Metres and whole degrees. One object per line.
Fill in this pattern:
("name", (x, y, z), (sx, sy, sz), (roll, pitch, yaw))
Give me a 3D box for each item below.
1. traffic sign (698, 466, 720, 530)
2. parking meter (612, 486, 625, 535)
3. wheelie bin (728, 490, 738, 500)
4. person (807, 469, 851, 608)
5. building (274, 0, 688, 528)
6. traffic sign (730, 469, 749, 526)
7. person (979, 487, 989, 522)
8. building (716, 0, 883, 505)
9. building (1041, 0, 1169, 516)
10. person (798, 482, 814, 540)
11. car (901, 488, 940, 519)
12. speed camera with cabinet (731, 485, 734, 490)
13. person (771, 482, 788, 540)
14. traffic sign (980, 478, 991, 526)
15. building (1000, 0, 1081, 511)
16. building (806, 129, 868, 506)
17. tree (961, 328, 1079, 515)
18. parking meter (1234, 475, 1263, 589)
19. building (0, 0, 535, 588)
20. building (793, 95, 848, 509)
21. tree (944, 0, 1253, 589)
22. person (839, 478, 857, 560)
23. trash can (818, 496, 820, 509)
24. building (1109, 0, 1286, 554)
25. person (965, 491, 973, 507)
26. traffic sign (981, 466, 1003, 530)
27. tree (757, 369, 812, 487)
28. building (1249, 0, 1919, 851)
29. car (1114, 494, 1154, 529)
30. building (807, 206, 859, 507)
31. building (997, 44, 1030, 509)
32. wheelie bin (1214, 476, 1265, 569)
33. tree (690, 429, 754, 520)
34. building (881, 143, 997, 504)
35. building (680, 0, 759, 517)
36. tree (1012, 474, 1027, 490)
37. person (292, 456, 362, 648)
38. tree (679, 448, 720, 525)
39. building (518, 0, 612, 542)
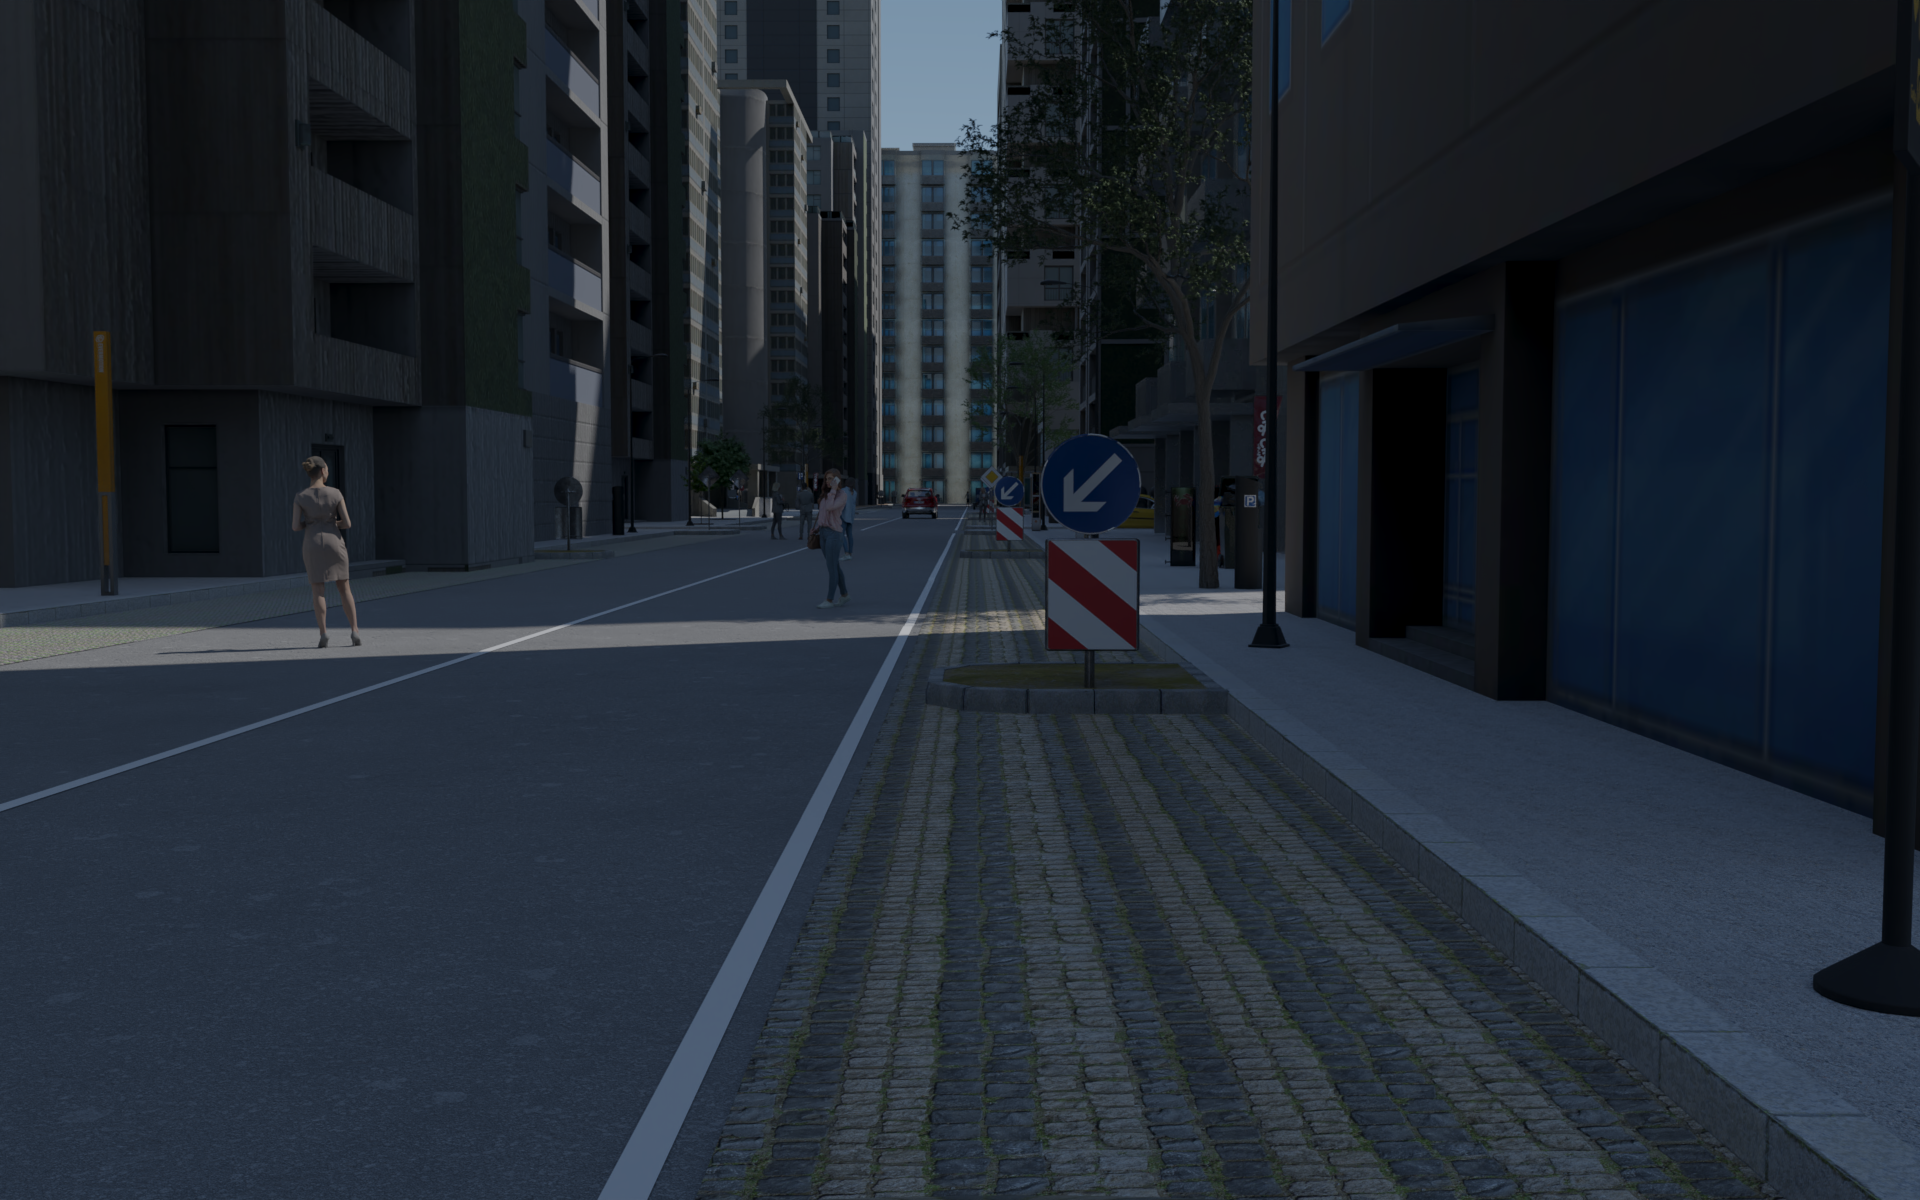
("traffic sign", (-8.912, -3.539, 61.499), (0.795, 2.450, 0.064), (0, 4, 0))
("parking meter", (-10.649, -2.785, 53.953), (0.372, 1.533, 0.369), (0, 3, 0))
("wheelie bin", (-16.136, -6.998, 122.328), (0.980, 1.594, 0.693), (-1, 4, -9))
("person", (-1.587, -0.784, 21.904), (0.643, 1.750, 0.593), (-2, 4, -35))
("building", (-20.357, -18.674, 77.027), (14.160, 30.474, 14.107), (0, 4, 0))
("traffic sign", (-8.848, -4.027, 69.484), (0.795, 2.450, 0.064), (0, 4, 0))
("person", (1.227, -4.892, 88.660), (0.537, 1.800, 0.526), (0, 4, 8))
("building", (-20.220, -47.136, 208.920), (20.611, 71.187, 20.563), (0, 4, 0))
("building", (15.093, -39.997, 92.200), (20.563, 71.187, 20.611), (0, 4, 0))
("person", (-4.856, -2.808, 54.594), (0.511, 1.800, 0.466), (-1, 4, -10))
("car", (-2.343, -5.712, 102.069), (2.281, 1.827, 5.304), (0, 4, 0))
("speed camera with cabinet", (-16.767, -8.557, 134.238), (2.038, 3.252, 0.660), (0, 4, 5))
("person", (-5.710, -2.806, 54.564), (0.526, 1.800, 0.537), (-1, 4, -10))
("traffic sign", (1.195, -4.021, 69.383), (0.795, 2.450, 0.064), (0, 4, 0))
("building", (16.631, -32.822, 125.886), (28.713, 52.752, 27.495), (0, 4, 0))
("building", (-17.583, -30.928, 189.272), (14.154, 41.232, 14.086), (0, 4, 0))
("tree", (3.831, -11.179, 108.527), (9.928, 11.665, 9.643), (0, 3, 0))
("parking meter", (3.907, -0.919, 23.436), (0.372, 1.533, 0.369), (0, 3, 0))
("building", (-16.022, -15.718, 28.693), (14.160, 30.474, 14.107), (0, 4, 0))
("building", (-26.643, -28.404, 156.289), (32.217, 40.220, 23.993), (0, 4, 0))
("tree", (3.522, -5.456, 23.616), (8.767, 10.594, 7.601), (1, 4, 18))
("person", (-2.452, -1.764, 37.613), (0.793, 1.790, 0.793), (0, 4, 1))
("trash can", (-11.062, -7.754, 138.434), (0.748, 1.137, 0.748), (0, 3, 0))
("building", (16.537, -26.015, 44.954), (23.786, 49.044, 30.456), (0, 4, 0))
("person", (0.919, -11.037, 189.734), (0.721, 1.735, 1.217), (-3, 5, -44))
("traffic sign", (1.131, -3.532, 61.398), (0.795, 2.450, 0.064), (0, 4, 0))
("tree", (-11.699, -11.972, 130.148), (7.601, 10.594, 8.767), (0, 4, 6))
("building", (10.042, -22.060, 10.797), (14.600, 45.320, 14.200), (0, 4, 0))
("car", (6.903, -3.350, 65.004), (3.980, 1.641, 2.015), (0, 4, 2))
("building", (-17.809, -24.699, 175.531), (14.160, 30.474, 14.107), (0, 4, 0))
("building", (14.620, -34.032, 180.132), (21.300, 48.544, 21.600), (0, 4, 0))
("wheelie bin", (4.843, -1.341, 29.836), (0.980, 1.594, 0.693), (0, 4, -1))
("tree", (-11.982, -6.327, 87.166), (4.285, 4.588, 4.351), (0, 3, 0))
("building", (-3.587, -37.873, 238.830), (30.456, 49.044, 23.786), (0, 4, 0))
("building", (-27.631, -25.193, 103.789), (32.217, 40.220, 23.993), (0, 4, 0))
("tree", (4.927, -9.347, 147.425), (1.663, 3.219, 1.824), (0, 3, 0))
("person", (-5.910, -0.448, 16.162), (0.599, 1.781, 0.374), (-1, 4, -23))
("tree", (-10.984, -4.772, 72.631), (1.663, 3.219, 1.824), (0, 3, 0))
("building", (-25.301, -31.067, 49.950), (28.212, 58.520, 21.231), (0, 4, 0))
